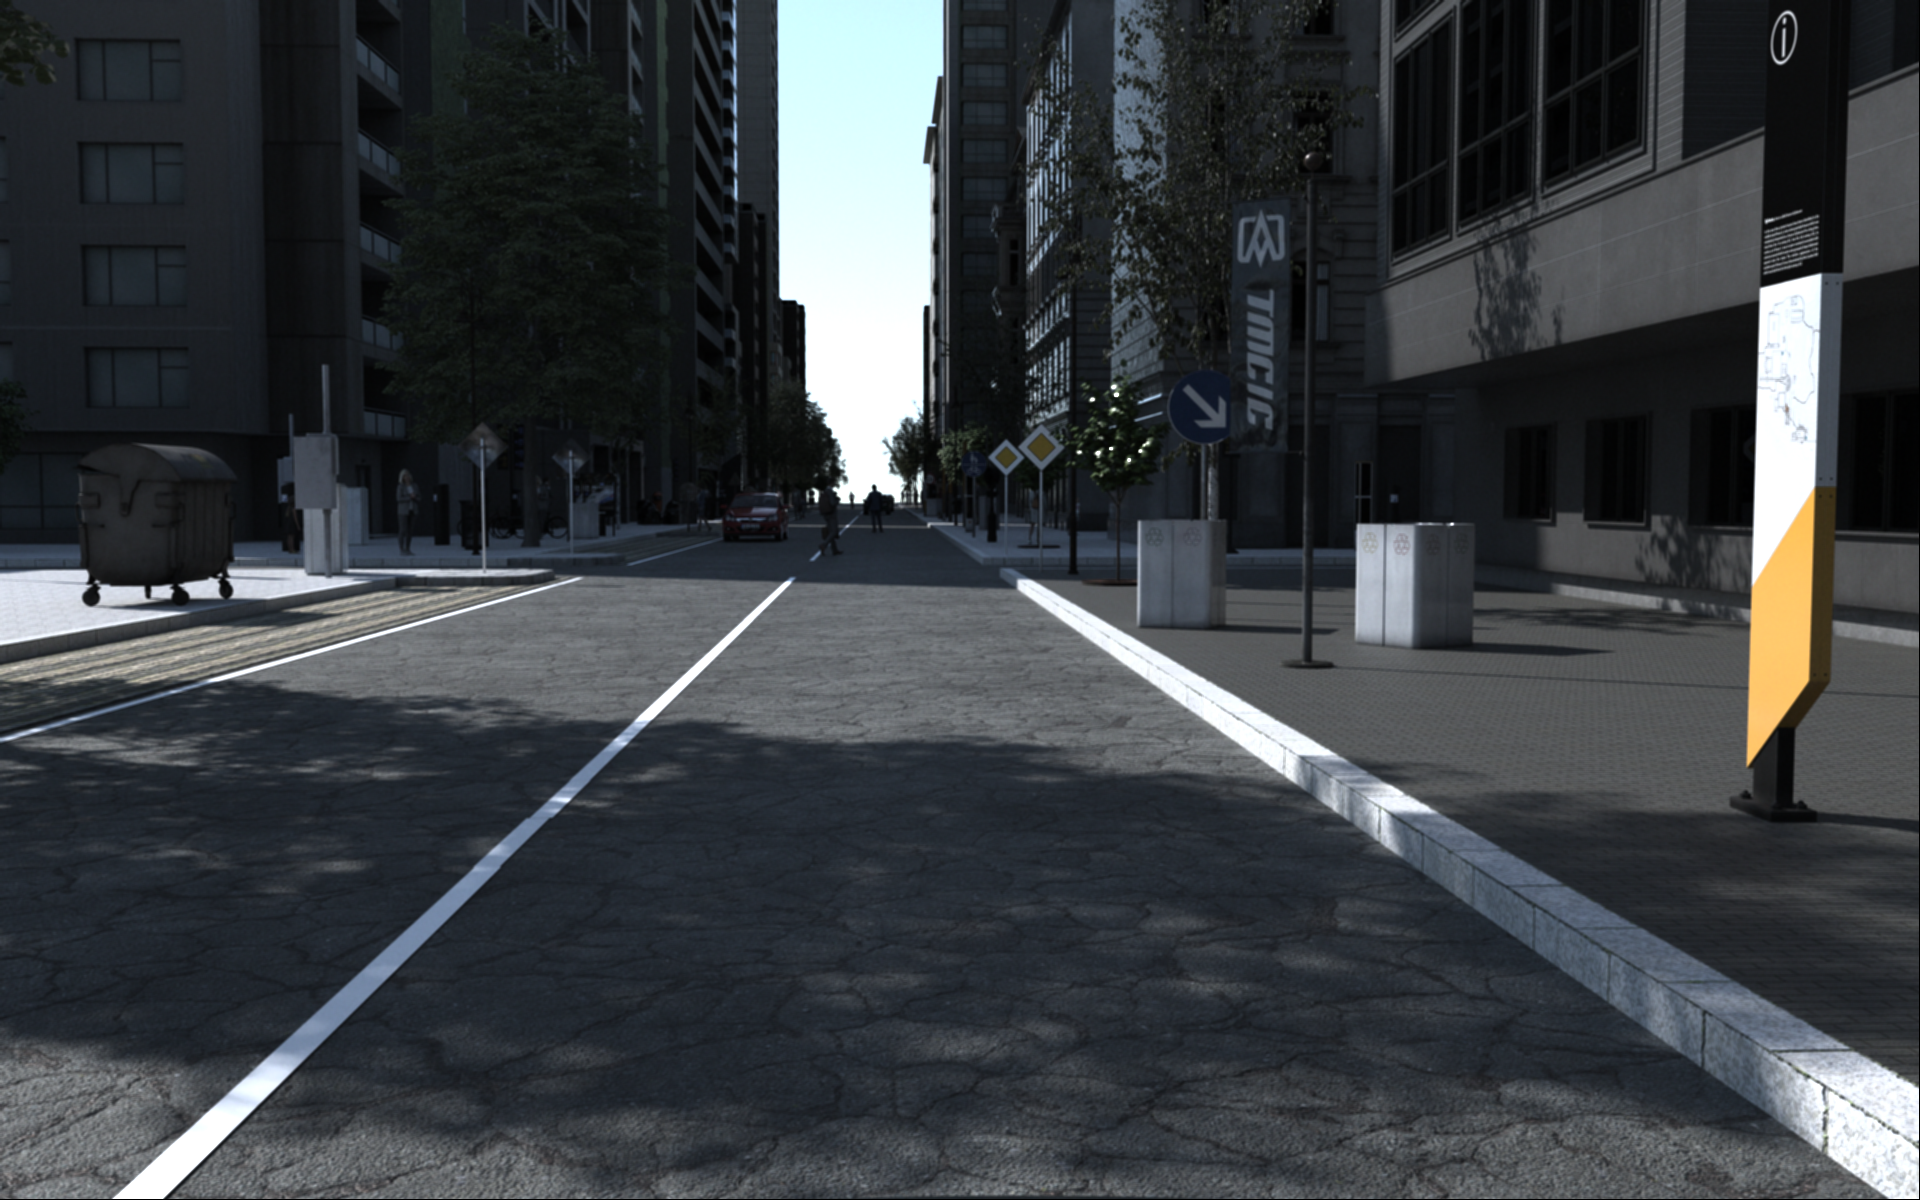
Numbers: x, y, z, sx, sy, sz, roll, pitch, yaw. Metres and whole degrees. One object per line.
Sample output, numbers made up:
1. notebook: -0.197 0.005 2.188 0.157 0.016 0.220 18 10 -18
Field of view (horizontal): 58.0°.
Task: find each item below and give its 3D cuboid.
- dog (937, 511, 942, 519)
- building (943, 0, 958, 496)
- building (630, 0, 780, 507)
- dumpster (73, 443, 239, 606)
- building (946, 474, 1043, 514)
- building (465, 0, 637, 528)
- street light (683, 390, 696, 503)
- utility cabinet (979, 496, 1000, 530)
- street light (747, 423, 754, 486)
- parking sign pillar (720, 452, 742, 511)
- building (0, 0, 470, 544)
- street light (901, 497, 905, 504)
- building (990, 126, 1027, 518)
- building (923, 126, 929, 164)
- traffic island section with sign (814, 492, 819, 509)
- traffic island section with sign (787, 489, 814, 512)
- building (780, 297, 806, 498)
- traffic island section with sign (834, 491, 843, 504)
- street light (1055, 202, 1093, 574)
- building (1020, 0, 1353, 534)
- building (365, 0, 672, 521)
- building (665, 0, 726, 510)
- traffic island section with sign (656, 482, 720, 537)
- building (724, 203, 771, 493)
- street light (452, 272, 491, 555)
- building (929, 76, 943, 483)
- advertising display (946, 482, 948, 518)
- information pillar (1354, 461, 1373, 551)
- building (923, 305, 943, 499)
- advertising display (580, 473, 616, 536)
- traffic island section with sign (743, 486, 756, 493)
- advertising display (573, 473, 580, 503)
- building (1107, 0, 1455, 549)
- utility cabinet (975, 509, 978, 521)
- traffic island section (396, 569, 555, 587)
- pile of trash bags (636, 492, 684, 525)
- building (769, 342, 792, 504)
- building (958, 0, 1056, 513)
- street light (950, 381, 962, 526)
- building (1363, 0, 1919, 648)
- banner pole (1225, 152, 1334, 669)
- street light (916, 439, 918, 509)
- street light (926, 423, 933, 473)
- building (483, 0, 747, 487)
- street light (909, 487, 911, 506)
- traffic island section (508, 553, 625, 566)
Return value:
1. dog: -0.958 -4.369 89.170 0.748 0.427 0.550 -3 5 -43
2. building: 8.806 -38.407 169.945 21.231 58.520 28.212 0 4 -3
3. building: -32.756 -48.702 234.529 20.563 71.187 20.611 0 4 -3
4. dumpster: -9.488 -0.901 20.493 1.264 1.857 1.865 0 4 -3
5. building: 14.815 -27.665 144.200 32.217 40.220 23.993 0 4 -3
6. building: -24.658 -38.842 73.323 20.563 71.187 20.611 0 4 -3
7. street light: -11.963 -6.364 76.834 0.468 5.910 1.993 0 4 -3
8. utility cabinet: 1.046 -3.109 61.987 0.306 1.237 1.020 2 4 31
9. street light: -13.601 -8.550 112.585 0.468 5.910 1.993 0 4 -3
10. parking sign pillar: -14.585 -7.447 110.231 1.447 3.967 1.447 -2 4 -25
11. building: -22.634 -22.349 49.002 14.154 41.232 14.086 0 4 -3
12. street light: -9.200 -18.218 270.657 0.468 5.910 1.993 0 4 -3
13. building: 8.981 -16.854 94.651 14.460 24.649 34.723 0 4 -3
14. building: 9.482 -39.965 242.673 28.713 52.752 27.495 0 4 -3
15. traffic island section with sign: -13.857 -9.410 162.475 1.989 1.847 2.006 0 4 -3
16. traffic island section with sign: -12.641 -7.763 135.547 1.989 1.847 2.006 0 4 -3
17. building: -29.856 -29.475 253.610 14.160 30.474 14.107 0 4 -3
18. traffic island section with sign: -17.619 -14.484 245.435 1.989 1.847 2.006 0 4 -3
19. street light: 1.817 -3.354 27.626 0.468 5.910 1.993 0 4 -3
20. building: 7.937 -13.386 68.013 9.793 20.994 18.267 0 4 -3
21. building: -24.635 -25.442 99.565 14.154 41.232 14.086 0 4 -3
22. building: -28.104 -30.381 120.424 21.300 48.544 21.600 0 4 -3
23. traffic island section with sign: -9.133 -3.044 58.398 1.989 1.847 2.006 0 4 -3
24. building: -26.222 -24.403 170.688 14.160 30.474 14.107 0 4 -3
25. street light: -10.190 -3.884 36.292 0.468 5.910 1.993 0 4 -3
26. building: 11.203 -38.284 215.176 28.713 52.752 27.495 0 4 -3
27. advertising display: -0.699 -5.461 94.499 0.123 1.923 0.974 1 4 15
28. information pillar: 9.109 -2.117 39.110 0.304 2.012 0.304 0 4 -7
29. building: 1.330 -30.116 264.094 14.160 30.474 14.107 0 4 -3
30. advertising display: -10.964 -2.902 52.668 0.974 1.923 0.123 0 4 -4
31. traffic island section with sign: -10.384 -4.726 85.897 1.989 1.847 2.006 0 4 -3
32. advertising display: -11.548 -2.984 53.994 0.974 1.923 0.123 0 4 2
33. building: 13.340 -11.959 44.679 18.267 20.994 9.793 0 4 -3
34. utility cabinet: 0.636 -4.386 80.397 0.318 1.500 1.173 0 4 4
35. traffic island section: -7.756 -0.357 28.111 2.009 0.180 2.903 0 4 -3
36. pile of trash bags: -12.784 -3.901 73.540 1.912 1.369 3.447 -1 4 -13
37. building: -35.145 -22.395 211.204 27.650 21.520 28.899 0 4 -3
38. building: 6.810 -26.942 124.103 14.154 41.232 14.086 0 4 -3
39. street light: -0.168 -5.980 70.558 0.468 5.910 1.993 0 4 -3
40. building: 13.487 -11.707 10.483 14.314 24.678 30.058 0 4 -3
41. banner pole: 2.386 -1.401 12.915 0.863 3.779 0.401 2 4 30
42. street light: -3.649 -10.598 146.069 0.468 5.910 1.993 0 4 -3
43. street light: -1.975 -8.460 111.116 0.468 5.910 1.993 0 4 -3
44. building: -29.056 -50.966 145.963 22.319 86.520 31.000 0 4 -3
45. street light: -5.404 -13.078 186.612 0.468 5.910 1.993 0 4 -3
46. traffic island section: -8.117 -0.844 36.088 2.009 0.180 2.903 0 4 -3
